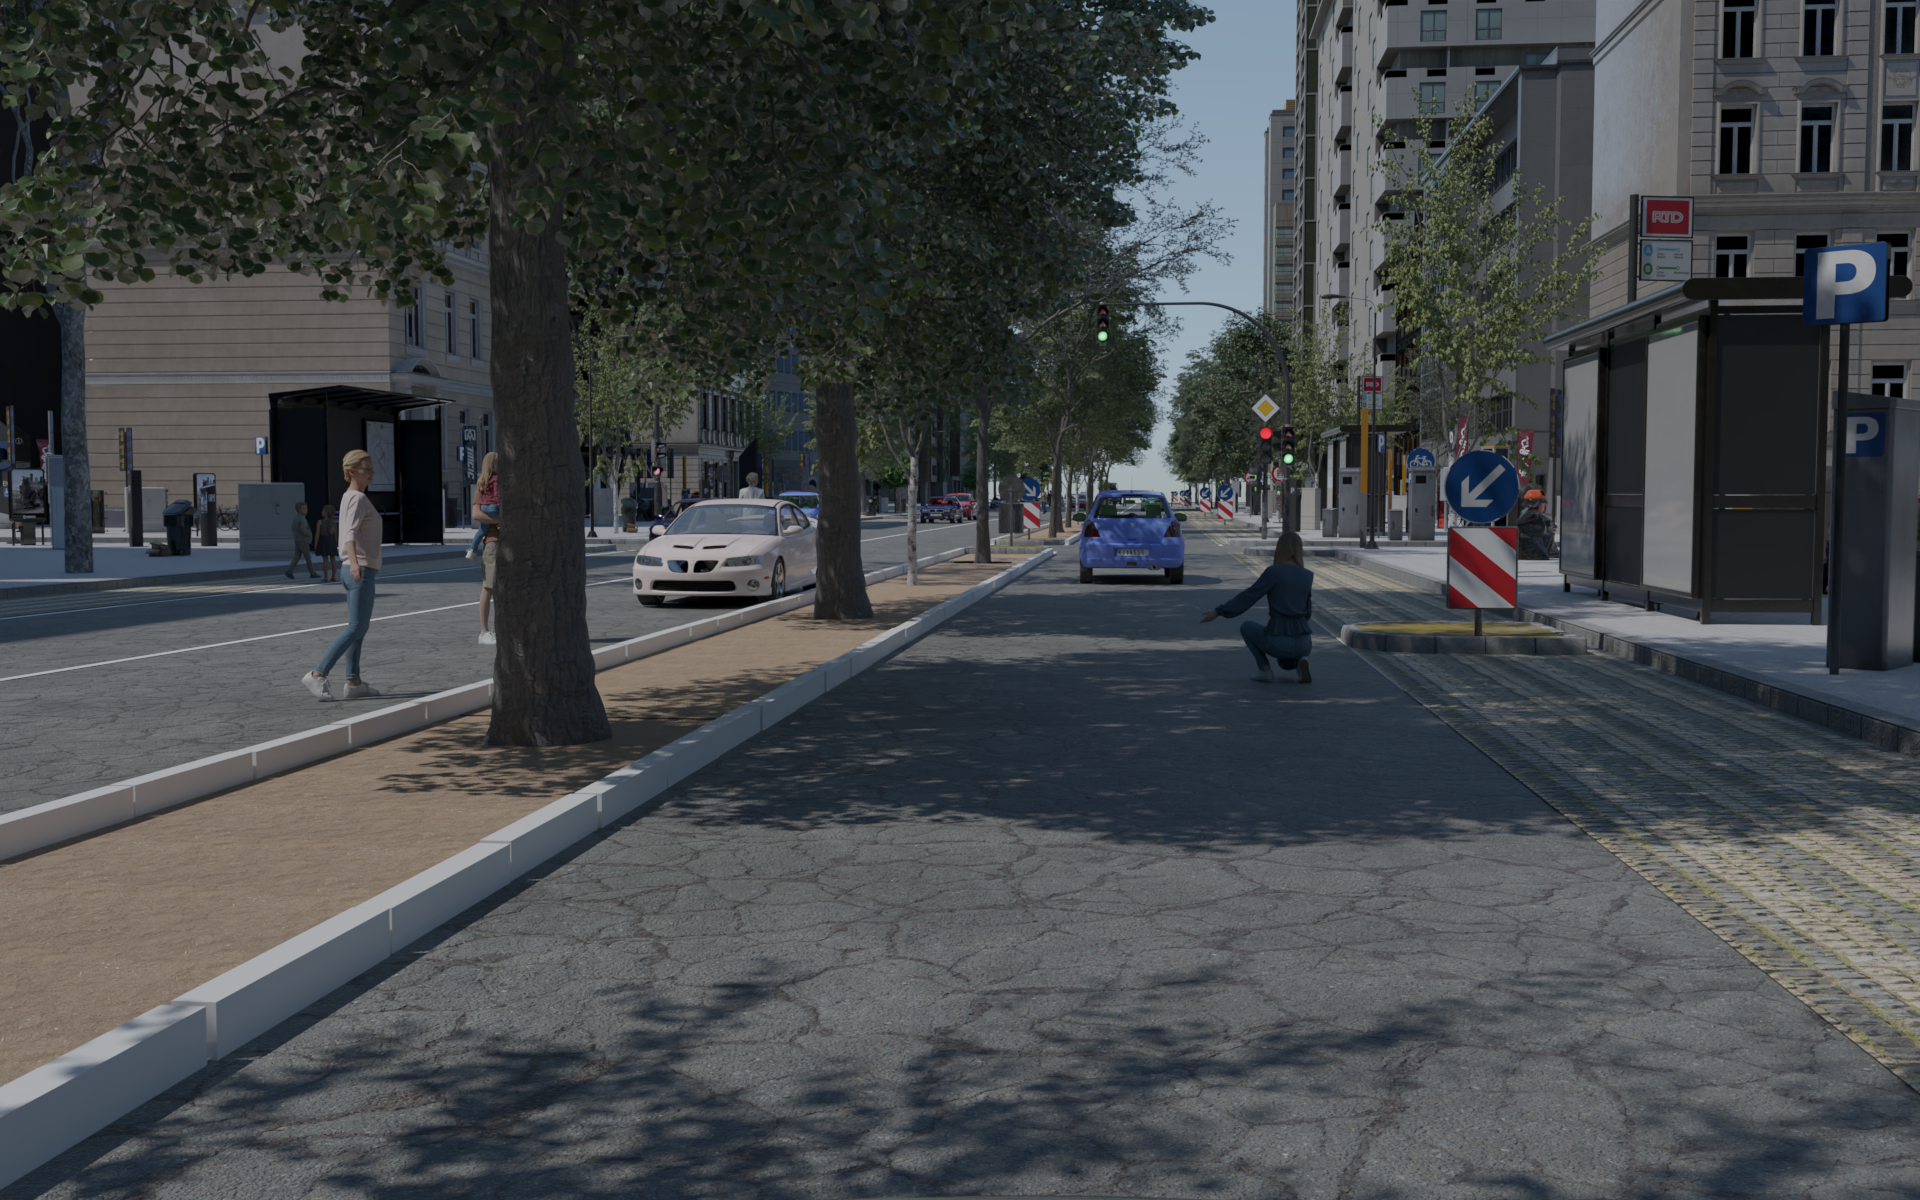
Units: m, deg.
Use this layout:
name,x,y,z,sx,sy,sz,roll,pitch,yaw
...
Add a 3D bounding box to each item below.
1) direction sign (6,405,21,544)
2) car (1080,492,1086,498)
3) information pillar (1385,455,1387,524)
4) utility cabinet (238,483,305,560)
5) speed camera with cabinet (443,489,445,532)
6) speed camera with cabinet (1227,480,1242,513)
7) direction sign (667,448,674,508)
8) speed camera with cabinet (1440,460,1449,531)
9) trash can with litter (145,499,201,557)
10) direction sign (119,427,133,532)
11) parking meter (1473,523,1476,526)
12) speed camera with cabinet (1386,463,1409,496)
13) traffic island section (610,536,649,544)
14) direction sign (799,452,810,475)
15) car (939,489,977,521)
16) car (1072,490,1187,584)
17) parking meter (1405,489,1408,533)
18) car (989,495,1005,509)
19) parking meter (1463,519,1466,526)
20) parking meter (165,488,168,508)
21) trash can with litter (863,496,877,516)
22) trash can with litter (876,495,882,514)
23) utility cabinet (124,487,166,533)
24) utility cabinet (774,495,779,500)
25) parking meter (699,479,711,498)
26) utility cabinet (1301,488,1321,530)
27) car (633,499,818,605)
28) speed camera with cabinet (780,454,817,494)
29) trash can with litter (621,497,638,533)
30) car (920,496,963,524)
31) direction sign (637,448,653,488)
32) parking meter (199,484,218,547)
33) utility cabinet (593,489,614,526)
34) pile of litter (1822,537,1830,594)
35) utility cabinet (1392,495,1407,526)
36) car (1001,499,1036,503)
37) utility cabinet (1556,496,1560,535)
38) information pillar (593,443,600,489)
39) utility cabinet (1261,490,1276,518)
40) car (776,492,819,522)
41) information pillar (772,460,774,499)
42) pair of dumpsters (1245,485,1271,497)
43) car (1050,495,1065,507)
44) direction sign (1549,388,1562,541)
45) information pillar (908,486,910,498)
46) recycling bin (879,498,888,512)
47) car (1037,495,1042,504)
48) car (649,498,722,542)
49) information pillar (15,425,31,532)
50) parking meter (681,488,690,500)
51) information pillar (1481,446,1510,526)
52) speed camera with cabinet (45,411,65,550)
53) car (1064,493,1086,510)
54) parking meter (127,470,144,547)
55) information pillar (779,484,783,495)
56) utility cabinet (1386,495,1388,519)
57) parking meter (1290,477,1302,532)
name,x,y,z,sx,sy,sz,roll,pitch,yaw
direction sign,-24.418,-3.219,44.628,0.379,3.537,0.876,-3,5,-39
car,18.782,-15.335,259.400,2.281,1.827,5.304,0,4,6
information pillar,18.364,-5.137,75.346,0.504,3.616,0.183,-3,4,-36
utility cabinet,-13.296,-1.516,33.473,1.173,1.500,0.318,-2,4,-25
speed camera with cabinet,-17.883,-3.836,57.052,0.660,3.252,2.038,2,4,24
speed camera with cabinet,18.522,-7.494,116.866,0.660,3.252,2.038,1,4,21
direction sign,-14.354,-5.745,85.932,0.379,3.537,0.876,1,4,10
speed camera with cabinet,17.322,-3.948,58.882,0.660,3.252,2.038,-2,4,-35
trash can with litter,-16.261,-1.491,35.761,0.624,1.170,1.055,1,4,16
direction sign,-28.408,-4.101,59.045,0.876,3.537,0.379,3,4,38
parking meter,8.544,-1.210,28.199,0.372,1.533,0.369,0,3,0
speed camera with cabinet,26.473,-6.799,105.495,2.038,3.252,0.660,1,4,12
traffic island section,-8.874,-1.747,50.843,2.009,0.180,2.903,0,4,6
direction sign,-8.311,-6.152,92.580,0.379,3.537,0.876,-3,5,-42
car,-0.090,-5.261,95.056,2.155,1.783,4.494,0,4,6
car,2.843,-1.185,28.968,1.945,1.707,3.694,0,4,4
parking meter,15.026,-3.010,57.631,0.372,1.533,0.369,0,3,0
car,3.758,-9.138,161.982,1.945,1.354,3.894,0,4,6
parking meter,15.830,-2.949,53.932,0.255,1.863,0.399,1,4,20
parking meter,-38.910,-4.640,84.283,0.372,1.533,0.369,0,3,0
trash can with litter,-5.279,-5.472,100.851,0.624,1.170,1.055,-3,4,-39
trash can with litter,-5.855,-6.091,110.649,2.233,1.210,1.678,-1,4,-17
utility cabinet,-26.621,-2.931,56.603,1.173,1.500,0.318,-3,4,-37
utility cabinet,-8.908,-4.696,87.934,1.020,1.237,0.306,0,4,8
parking meter,-9.975,-3.796,67.768,0.399,1.863,0.255,-3,4,-37
utility cabinet,12.388,-3.264,62.052,0.318,1.500,1.173,-3,4,-36
car,-3.054,-0.700,23.802,2.083,1.381,4.827,0,4,7
speed camera with cabinet,-7.968,-5.577,85.516,0.660,3.252,2.038,3,5,41
trash can with litter,-10.905,-2.825,57.578,0.624,1.170,1.055,-2,4,-24
car,-0.903,-4.460,85.507,1.945,1.354,3.894,0,4,8
direction sign,-15.639,-5.752,86.044,0.876,3.537,0.379,-3,4,-37
parking meter,-18.426,-2.083,42.468,0.372,1.533,0.369,0,3,0
utility cabinet,-14.227,-3.703,69.223,0.318,1.500,1.173,1,4,22
pile of litter,11.017,-0.480,21.812,1.176,0.858,1.719,-1,4,-14
utility cabinet,18.109,-3.646,70.778,0.306,1.237,1.020,-2,4,-24
car,3.253,-4.995,93.667,2.014,1.417,4.499,1,4,8
utility cabinet,19.293,-2.698,55.280,0.306,1.237,1.020,2,4,30
information pillar,-15.123,-4.943,72.177,0.183,3.616,0.504,1,4,14
utility cabinet,16.197,-5.060,91.403,0.318,1.500,1.173,0,4,-6
car,-5.264,-2.845,56.099,1.945,1.707,3.694,0,4,5
information pillar,-12.659,-7.700,117.250,0.183,3.616,0.504,0,4,-5
pair of dumpsters,20.455,-7.109,118.729,1.574,2.255,4.437,0,4,7
car,11.033,-11.349,197.555,2.014,1.417,4.499,0,4,5
direction sign,12.825,-2.775,37.368,0.379,3.537,0.876,2,4,33
information pillar,-3.477,-7.955,121.424,0.183,3.616,0.504,2,4,30
recycling bin,-5.544,-6.713,122.316,0.722,1.027,0.722,3,5,43
car,9.742,-12.399,215.304,1.945,1.354,3.894,0,4,7
car,-5.963,-1.679,40.038,1.945,1.354,3.894,0,4,6
information pillar,-31.467,-4.086,58.153,0.504,3.616,0.183,-2,4,-28
parking meter,-11.861,-4.070,74.957,0.372,1.533,0.369,0,3,0
information pillar,8.227,-1.357,26.674,0.304,2.012,0.304,-1,4,-23
speed camera with cabinet,-21.137,-2.841,40.786,0.660,3.252,2.038,-2,4,-29
car,10.295,-8.797,152.871,2.155,1.783,4.494,0,4,4
parking meter,-20.175,-2.242,42.372,0.255,1.863,0.399,-3,4,-38
information pillar,-12.814,-7.365,124.909,0.304,2.012,0.304,-3,5,-40
utility cabinet,22.021,-4.765,89.069,0.306,1.237,1.020,-2,4,-30
parking meter,11.318,-3.229,58.510,0.255,1.863,0.399,-3,4,-38
